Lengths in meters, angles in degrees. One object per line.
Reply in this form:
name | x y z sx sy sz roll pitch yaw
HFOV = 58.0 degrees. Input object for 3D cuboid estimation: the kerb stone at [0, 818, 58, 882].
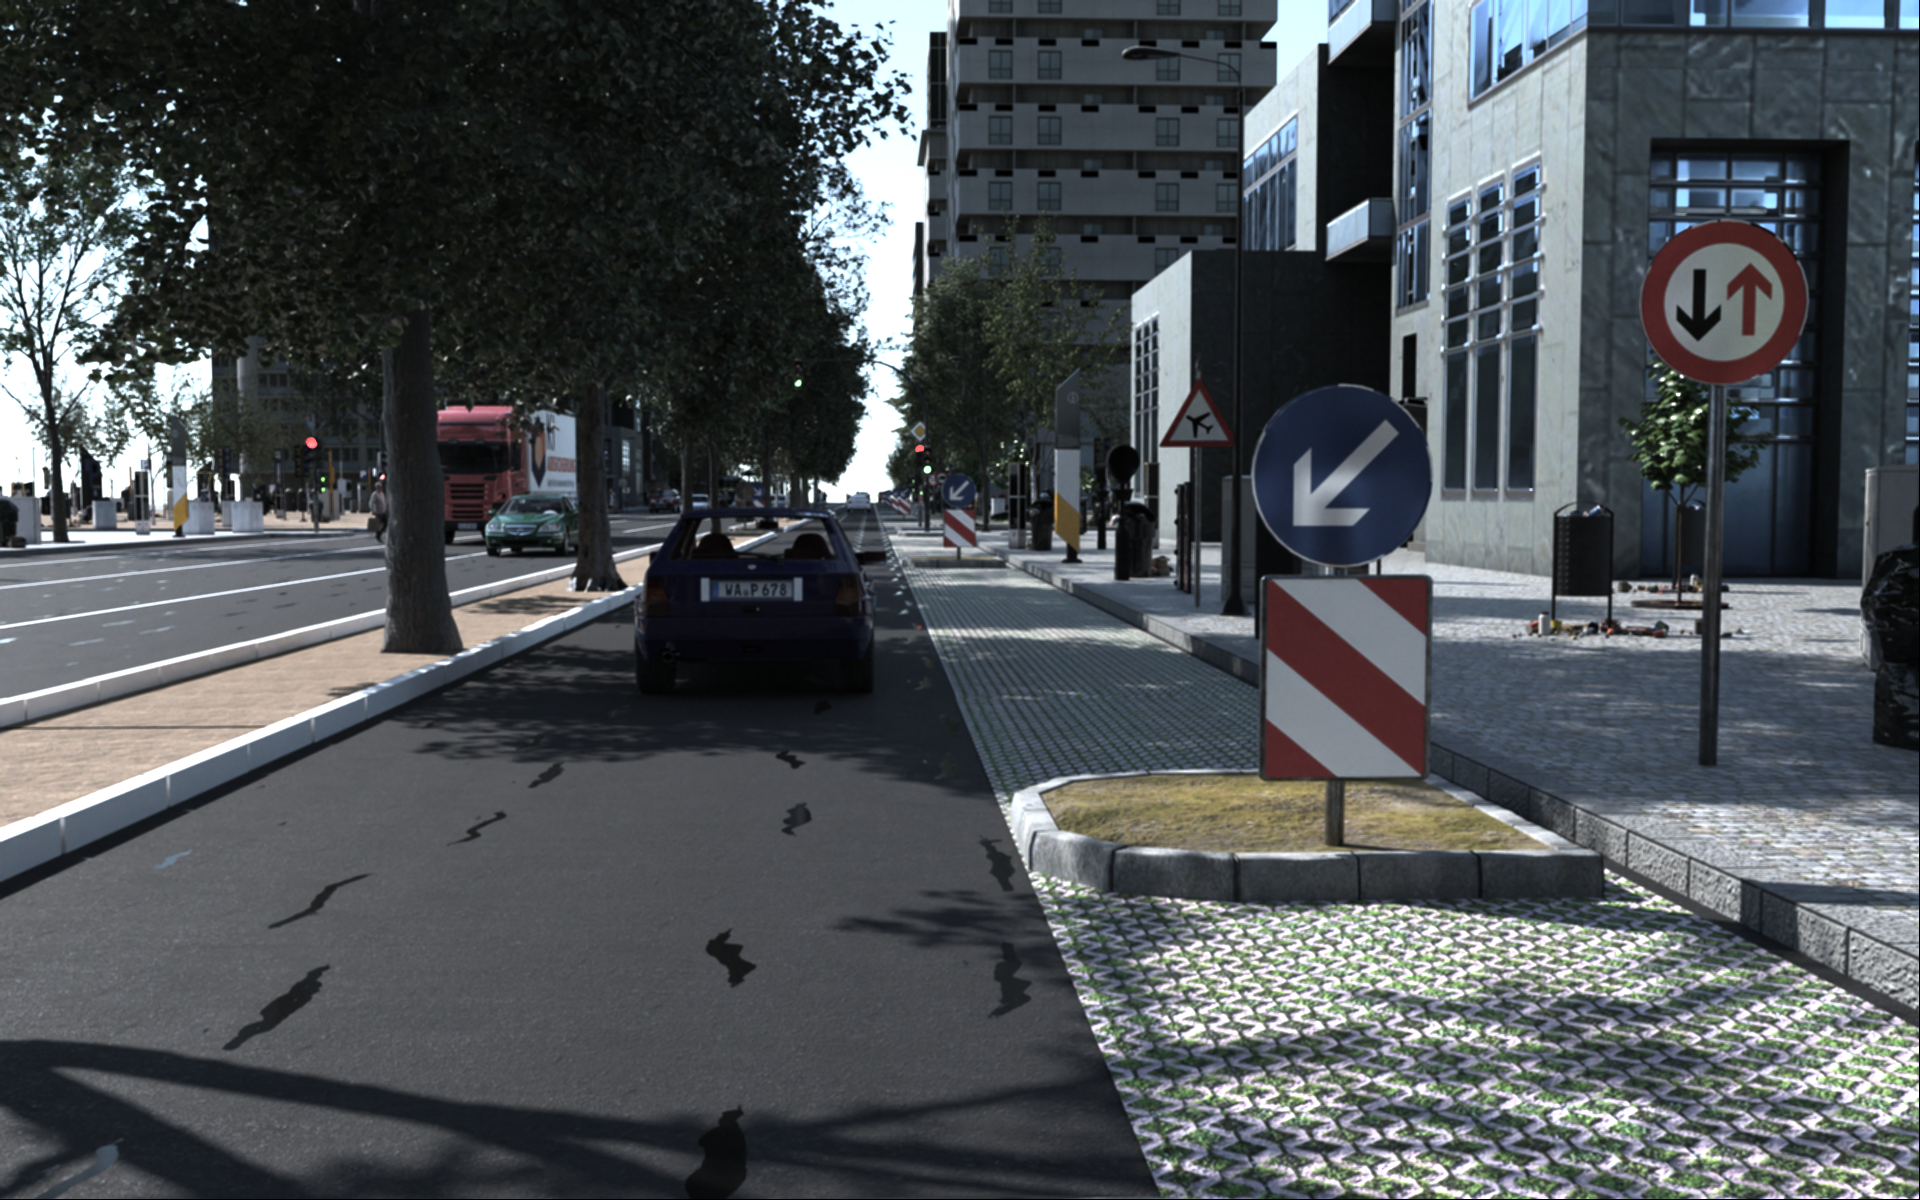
kerb stone | -3.603 0.968 6.372 0.120 0.150 1.000 0 4 -3

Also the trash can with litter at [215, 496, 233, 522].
trash can with litter | -33.770 -4.144 78.816 2.233 1.210 1.678 -1 4 -11

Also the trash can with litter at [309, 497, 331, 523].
trash can with litter | -28.611 -4.047 77.560 1.055 1.170 0.624 2 4 27

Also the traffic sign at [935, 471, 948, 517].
traffic sign | -1.012 -5.869 96.064 0.768 2.556 0.104 0 4 -2

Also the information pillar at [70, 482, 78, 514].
information pillar | -56.064 -6.426 109.552 0.304 2.012 0.304 2 4 34

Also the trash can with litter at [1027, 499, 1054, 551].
trash can with litter | 1.746 -1.714 39.405 0.624 1.170 1.055 -1 4 -15

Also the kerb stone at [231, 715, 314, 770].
kerb stone | -3.761 0.782 9.451 0.120 0.150 1.000 0 4 -3

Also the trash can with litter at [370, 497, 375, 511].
trash can with litter | -44.292 -7.280 130.414 1.055 1.170 0.624 1 4 17

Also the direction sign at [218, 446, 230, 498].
direction sign | -34.521 -5.461 81.283 0.876 3.537 0.379 2 4 34

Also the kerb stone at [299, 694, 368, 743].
kerb stone | -3.805 0.717 10.478 0.120 0.150 1.000 0 4 -3

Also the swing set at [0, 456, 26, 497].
swing set | -39.686 -4.421 69.902 2.862 2.851 3.119 3 5 44

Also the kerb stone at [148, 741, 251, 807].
kerb stone | -3.702 0.842 8.425 0.120 0.150 1.000 0 4 -3

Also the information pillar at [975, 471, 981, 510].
information pillar | 1.195 -7.501 113.998 0.504 3.616 0.183 -2 4 -31

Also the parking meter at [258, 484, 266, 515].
parking meter | -42.259 -6.066 104.891 0.399 1.863 0.255 1 4 11

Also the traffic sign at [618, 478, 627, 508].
traffic sign | -27.504 -8.630 141.205 0.768 2.556 0.104 0 4 6

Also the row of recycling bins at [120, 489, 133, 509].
row of recycling bins | -64.009 -7.776 134.244 1.069 1.692 3.534 0 4 -5

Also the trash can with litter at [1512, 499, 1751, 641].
trash can with litter | 6.109 -0.290 15.806 2.233 1.210 1.678 1 4 9

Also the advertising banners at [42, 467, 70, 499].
advertising banners | -58.361 -7.073 111.837 0.090 3.025 2.074 1 4 23

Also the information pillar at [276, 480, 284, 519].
information pillar | -35.703 -5.286 90.910 0.304 2.012 0.304 0 4 1

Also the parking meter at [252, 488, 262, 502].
parking meter | -30.592 -4.097 75.404 0.372 1.533 0.369 0 3 0

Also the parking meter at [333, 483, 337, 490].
parking meter | -33.695 -5.353 93.237 0.255 1.863 0.399 0 4 -5

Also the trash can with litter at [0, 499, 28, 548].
trash can with litter | -22.587 -1.828 41.280 1.055 1.170 0.624 2 4 34

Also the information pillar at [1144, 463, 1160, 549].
information pillar | 4.484 -2.202 40.495 0.304 2.012 0.304 0 4 -6

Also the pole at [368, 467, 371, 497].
pole | -44.721 -8.402 131.210 0.158 3.312 0.155 0 3 0

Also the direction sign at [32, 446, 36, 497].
direction sign | -43.903 -5.514 82.147 0.379 3.537 0.876 -2 4 -32

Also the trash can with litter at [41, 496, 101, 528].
trash can with litter | -34.644 -3.388 66.451 2.233 1.210 1.678 1 4 11

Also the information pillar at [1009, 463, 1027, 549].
information pillar | 1.342 -2.201 40.482 0.304 2.012 0.304 3 4 37

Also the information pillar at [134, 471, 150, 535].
information pillar | -25.653 -3.048 54.327 0.304 2.012 0.304 1 4 20

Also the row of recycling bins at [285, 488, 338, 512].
row of recycling bins | -47.958 -7.375 127.696 3.534 1.692 1.069 -1 4 -22

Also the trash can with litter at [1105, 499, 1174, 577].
trash can with litter | 2.838 -0.948 26.892 0.624 1.170 1.055 3 4 38

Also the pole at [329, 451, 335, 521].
pole | -29.751 -5.387 81.920 0.158 3.312 0.155 0 3 0

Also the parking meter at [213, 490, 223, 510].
parking meter | -51.814 -6.866 120.668 0.372 1.533 0.369 0 3 0

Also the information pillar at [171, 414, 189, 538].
information pillar | -22.972 -3.647 50.978 0.504 3.616 0.183 1 4 19

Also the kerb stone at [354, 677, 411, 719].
kerb stone | -3.857 0.654 11.507 0.120 0.150 1.000 0 4 -3

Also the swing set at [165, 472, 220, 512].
swing set | -55.229 -7.772 124.699 3.119 2.851 2.862 1 4 10

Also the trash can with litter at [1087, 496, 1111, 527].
trash can with litter | 5.179 -3.381 66.674 0.624 1.170 1.055 -3 5 -40

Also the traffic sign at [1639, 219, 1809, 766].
traffic sign | 3.544 -0.491 8.131 0.768 2.556 0.104 0 4 3

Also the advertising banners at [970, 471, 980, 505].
advertising banners | 0.981 -8.609 136.944 2.074 3.025 0.090 3 4 38

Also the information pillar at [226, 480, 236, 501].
information pillar | -37.220 -5.135 88.448 0.304 2.012 0.304 1 4 10

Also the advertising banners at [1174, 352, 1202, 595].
advertising banners | 2.950 -1.603 22.398 0.090 3.025 2.074 0 3 0

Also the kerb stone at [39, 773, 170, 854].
kerb stone | -3.649 0.905 7.393 0.120 0.150 1.000 0 4 -3

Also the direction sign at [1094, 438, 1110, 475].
direction sign | 5.732 -4.773 70.042 0.876 3.537 0.379 -3 5 -40

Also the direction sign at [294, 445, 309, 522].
direction sign | -30.605 -5.419 80.599 0.379 3.537 0.876 1 4 23

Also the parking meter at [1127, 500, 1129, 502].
parking meter | 13.422 -7.901 137.587 0.372 1.533 0.369 0 3 0

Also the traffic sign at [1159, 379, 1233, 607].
traffic sign | 2.696 -1.199 19.610 0.884 2.594 0.081 0 4 3

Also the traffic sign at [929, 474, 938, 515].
traffic sign | -1.642 -6.566 107.458 0.768 2.556 0.104 0 4 6

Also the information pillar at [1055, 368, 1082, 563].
information pillar | 2.014 -2.500 32.230 0.504 3.616 0.183 -1 4 -20

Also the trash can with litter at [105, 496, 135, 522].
trash can with litter | -39.196 -4.214 79.949 2.233 1.210 1.678 0 4 5

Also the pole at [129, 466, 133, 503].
pole | -60.013 -8.045 125.372 0.158 3.312 0.155 0 3 0

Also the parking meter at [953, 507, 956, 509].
parking meter | -0.355 -5.857 104.176 0.372 1.533 0.369 0 3 0

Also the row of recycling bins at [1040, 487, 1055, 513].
row of recycling bins | 5.139 -6.066 106.294 3.534 1.692 1.069 1 4 20

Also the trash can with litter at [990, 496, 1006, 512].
trash can with litter | 2.613 -6.577 118.921 1.055 1.170 0.624 -1 4 -18

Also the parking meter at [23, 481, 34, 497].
parking meter | -42.909 -4.531 79.789 0.399 1.863 0.255 0 4 -6

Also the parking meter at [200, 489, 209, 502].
parking meter | -37.785 -4.784 86.635 0.372 1.533 0.369 0 3 0
